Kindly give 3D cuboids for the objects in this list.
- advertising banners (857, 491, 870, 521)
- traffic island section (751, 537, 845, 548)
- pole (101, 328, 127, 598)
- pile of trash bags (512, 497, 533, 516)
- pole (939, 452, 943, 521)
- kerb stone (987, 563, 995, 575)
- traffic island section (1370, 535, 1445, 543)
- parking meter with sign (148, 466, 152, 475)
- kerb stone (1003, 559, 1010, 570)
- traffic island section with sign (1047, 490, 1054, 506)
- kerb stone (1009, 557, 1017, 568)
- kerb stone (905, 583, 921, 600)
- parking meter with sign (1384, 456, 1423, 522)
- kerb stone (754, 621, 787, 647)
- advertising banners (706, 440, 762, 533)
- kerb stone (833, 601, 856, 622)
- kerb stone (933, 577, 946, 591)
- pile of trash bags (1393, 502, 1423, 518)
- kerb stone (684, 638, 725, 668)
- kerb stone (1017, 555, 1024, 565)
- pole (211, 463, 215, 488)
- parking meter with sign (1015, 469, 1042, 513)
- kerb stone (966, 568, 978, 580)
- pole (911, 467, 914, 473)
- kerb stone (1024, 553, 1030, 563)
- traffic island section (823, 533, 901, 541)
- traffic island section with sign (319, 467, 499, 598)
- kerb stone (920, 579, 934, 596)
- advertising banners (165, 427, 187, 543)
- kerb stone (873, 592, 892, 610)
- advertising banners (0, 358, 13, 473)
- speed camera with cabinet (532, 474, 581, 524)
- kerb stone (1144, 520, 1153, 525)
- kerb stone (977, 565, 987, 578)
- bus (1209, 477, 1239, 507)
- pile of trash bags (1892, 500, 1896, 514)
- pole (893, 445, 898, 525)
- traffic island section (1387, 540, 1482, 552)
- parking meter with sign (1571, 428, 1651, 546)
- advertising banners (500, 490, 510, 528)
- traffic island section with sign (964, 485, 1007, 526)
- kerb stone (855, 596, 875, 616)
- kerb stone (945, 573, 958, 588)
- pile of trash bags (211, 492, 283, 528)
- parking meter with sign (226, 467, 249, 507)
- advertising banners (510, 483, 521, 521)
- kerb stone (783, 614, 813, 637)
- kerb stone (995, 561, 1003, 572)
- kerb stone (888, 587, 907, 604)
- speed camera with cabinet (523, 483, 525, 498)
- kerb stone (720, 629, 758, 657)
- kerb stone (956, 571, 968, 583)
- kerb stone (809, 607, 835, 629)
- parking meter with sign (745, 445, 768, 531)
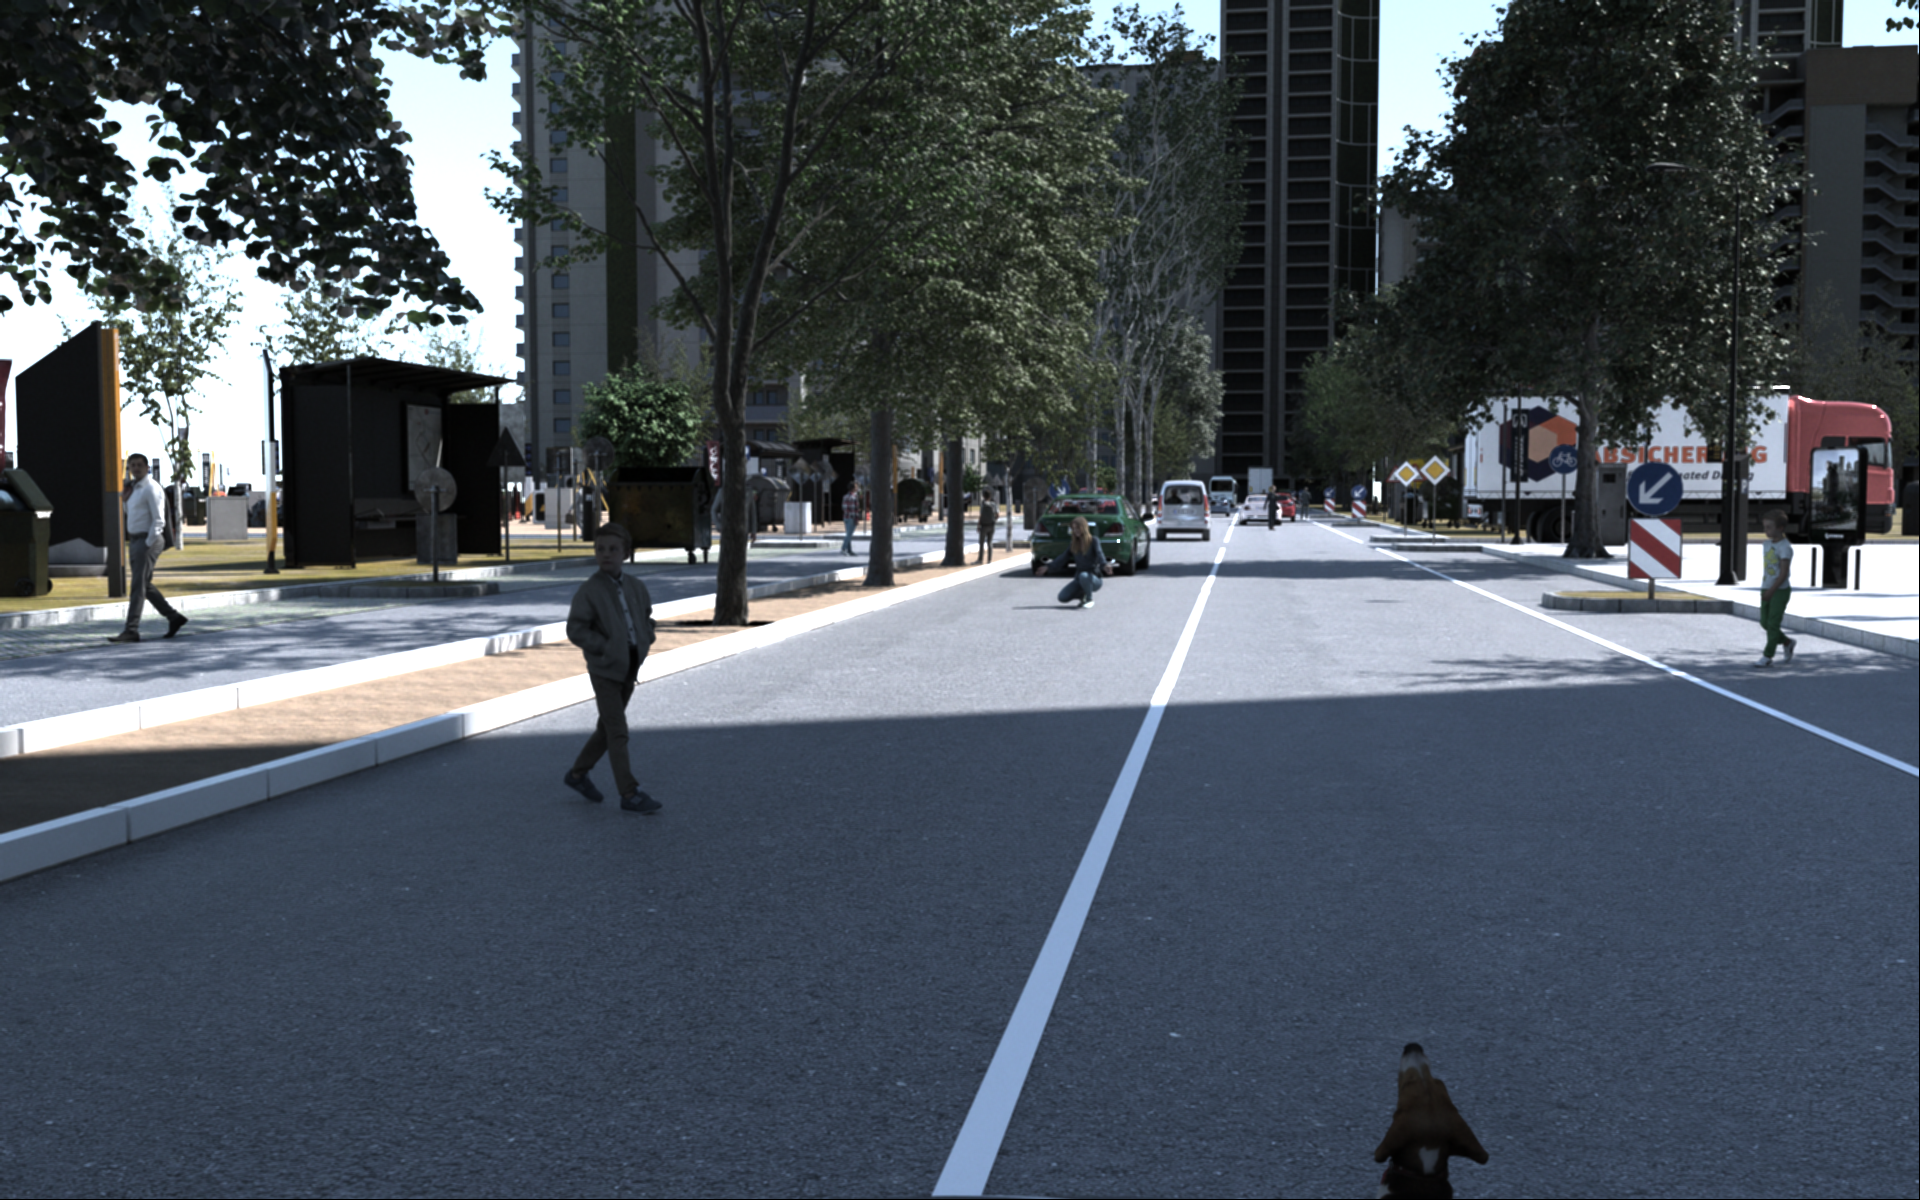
[{"bbox_3d":[-4.425,-5.282,82.545,0.090,3.025,2.074,1,4,22],"label":"advertising banners"},{"bbox_3d":[-4.333,-1.512,46.996,2.009,0.180,2.903,1,4,9],"label":"traffic island section"},{"bbox_3d":[-10.471,-1.687,21.429,0.158,3.312,0.155,0,3,0],"label":"pole"},{"bbox_3d":[-25.473,-5.709,103.096,3.447,1.369,1.912,1,4,22],"label":"pile of trash bags"},{"bbox_3d":[-0.915,-5.474,83.337,0.158,3.312,0.155,0,3,0],"label":"pole"},{"bbox_3d":[0.449,-0.528,30.853,0.120,0.150,1.000,1,4,9],"label":"kerb stone"},{"bbox_3d":[13.435,-1.828,52.166,2.009,0.180,2.903,1,4,9],"label":"traffic island section"},{"bbox_3d":[-50.118,-6.731,106.320,0.543,3.016,1.738,-3,4,-39],"label":"parking meter with sign"},{"bbox_3d":[0.782,-0.653,32.876,0.120,0.150,1.000,1,4,9],"label":"kerb stone"},{"bbox_3d":[5.681,-5.937,105.696,1.989,1.847,2.006,1,4,9],"label":"traffic island section with sign"},{"bbox_3d":[0.949,-0.710,33.894,0.120,0.150,1.000,1,4,9],"label":"kerb stone"},{"bbox_3d":[-0.716,-0.097,23.786,0.120,0.150,1.000,1,4,9],"label":"kerb stone"},{"bbox_3d":[20.341,-5.088,79.449,1.738,3.016,0.543,1,4,17],"label":"parking meter with sign"},{"bbox_3d":[-1.877,0.336,16.697,0.120,0.150,1.000,1,4,9],"label":"kerb stone"},{"bbox_3d":[-7.375,-3.690,56.513,2.074,3.025,0.090,-3,4,-38],"label":"advertising banners"},{"bbox_3d":[-1.380,0.150,19.745,0.120,0.150,1.000,1,4,9],"label":"kerb stone"},{"bbox_3d":[-0.386,-0.221,25.803,0.120,0.150,1.000,1,4,9],"label":"kerb stone"},{"bbox_3d":[23.633,-4.910,90.035,1.912,1.369,3.447,1,4,9],"label":"pile of trash bags"},{"bbox_3d":[-2.217,0.460,14.681,0.120,0.150,1.000,1,4,9],"label":"kerb stone"},{"bbox_3d":[1.115,-0.777,34.906,0.120,0.150,1.000,1,4,9],"label":"kerb stone"},{"bbox_3d":[-49.128,-7.345,113.934,0.158,3.312,0.155,0,3,0],"label":"pole"},{"bbox_3d":[4.574,-7.338,116.232,1.738,3.016,0.543,1,4,9],"label":"parking meter with sign"},{"bbox_3d":[0.117,-0.406,28.833,0.120,0.150,1.000,1,4,9],"label":"kerb stone"},{"bbox_3d":[-3.538,-8.320,129.870,0.158,3.312,0.155,0,3,0],"label":"pole"},{"bbox_3d":[1.287,-0.839,35.914,0.120,0.150,1.000,1,4,9],"label":"kerb stone"},{"bbox_3d":[-3.034,-1.994,54.875,2.009,0.180,2.903,1,4,9],"label":"traffic island section"},{"bbox_3d":[-7.694,-0.977,24.607,1.989,1.847,2.006,1,4,9],"label":"traffic island section with sign"},{"bbox_3d":[-0.549,-0.159,24.794,0.120,0.150,1.000,1,4,9],"label":"kerb stone"},{"bbox_3d":[-20.853,-3.033,45.784,2.074,3.025,0.090,3,5,43],"label":"advertising banners"},{"bbox_3d":[-1.046,0.029,21.768,0.120,0.150,1.000,1,4,9],"label":"kerb stone"},{"bbox_3d":[-13.005,-1.564,21.762,2.074,3.025,0.090,-3,5,-40],"label":"advertising banners"},{"bbox_3d":[-17.450,-4.930,74.942,2.038,3.252,0.660,-1,4,-10],"label":"speed camera with cabinet"},{"bbox_3d":[9.042,-3.719,83.048,0.120,0.150,1.000,1,4,9],"label":"kerb stone"},{"bbox_3d":[0.285,-0.468,29.842,0.120,0.150,1.000,1,4,9],"label":"kerb stone"},{"bbox_3d":[28.802,-11.883,189.147,2.948,3.499,13.247,1,4,10],"label":"bus"},{"bbox_3d":[57.938,-6.161,110.482,3.447,1.369,1.912,3,5,41],"label":"pile of trash bags"},{"bbox_3d":[-2.706,-4.790,72.164,0.158,3.312,0.155,0,3,0],"label":"pole"},{"bbox_3d":[12.136,-1.346,44.286,2.009,0.180,2.903,1,4,9],"label":"traffic island section"},{"bbox_3d":[16.110,-2.853,42.914,1.738,3.016,0.543,1,4,11],"label":"parking meter with sign"},{"bbox_3d":[-17.515,-4.256,65.780,0.090,3.025,2.074,0,4,0],"label":"advertising banners"},{"bbox_3d":[1.289,-4.310,79.100,1.989,1.847,2.006,1,4,9],"label":"traffic island section with sign"},{"bbox_3d":[-1.218,0.088,20.760,0.120,0.150,1.000,1,4,9],"label":"kerb stone"},{"bbox_3d":[-0.217,-0.276,26.811,0.120,0.150,1.000,1,4,9],"label":"kerb stone"},{"bbox_3d":[-27.130,-3.447,66.114,1.912,1.369,3.447,2,4,24],"label":"pile of trash bags"},{"bbox_3d":[-46.191,-7.047,111.476,1.738,3.016,0.543,0,4,-6],"label":"parking meter with sign"},{"bbox_3d":[-21.597,-5.311,83.024,0.090,3.025,2.074,-3,5,-39],"label":"advertising banners"},{"bbox_3d":[-1.715,0.274,17.716,0.120,0.150,1.000,1,4,9],"label":"kerb stone"},{"bbox_3d":[0.617,-0.588,31.866,0.120,0.150,1.000,1,4,9],"label":"kerb stone"},{"bbox_3d":[-0.890,-0.036,22.779,0.120,0.150,1.000,1,4,9],"label":"kerb stone"},{"bbox_3d":[-29.993,-7.827,122.303,2.038,3.252,0.660,2,4,35],"label":"speed camera with cabinet"},{"bbox_3d":[-2.049,0.398,15.690,0.120,0.150,1.000,1,4,9],"label":"kerb stone"},{"bbox_3d":[-0.057,-0.341,27.821,0.120,0.150,1.000,1,4,9],"label":"kerb stone"},{"bbox_3d":[-1.556,0.216,18.736,0.120,0.150,1.000,1,4,9],"label":"kerb stone"},{"bbox_3d":[-7.289,-3.959,60.983,0.543,3.016,1.738,-2,4,-32],"label":"parking meter with sign"}]
